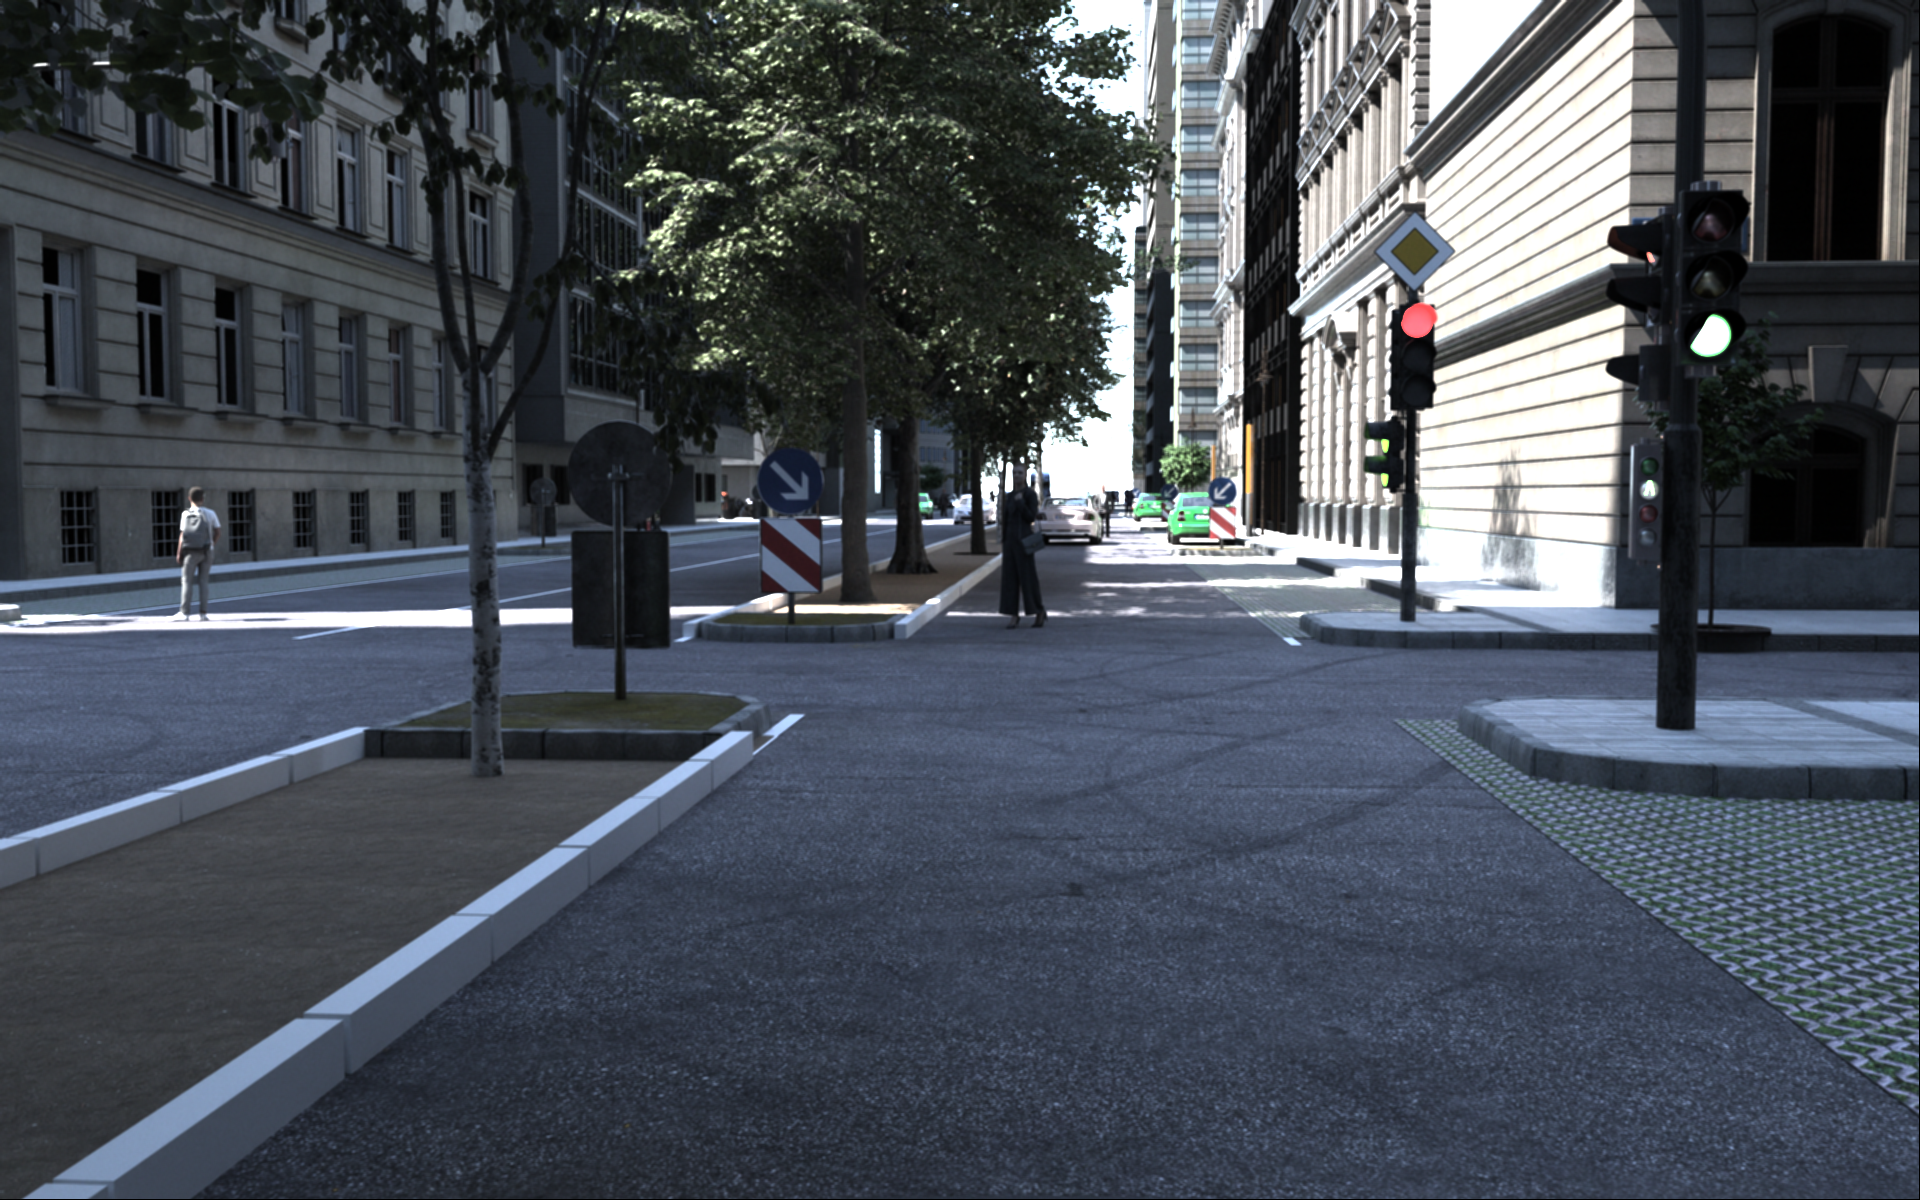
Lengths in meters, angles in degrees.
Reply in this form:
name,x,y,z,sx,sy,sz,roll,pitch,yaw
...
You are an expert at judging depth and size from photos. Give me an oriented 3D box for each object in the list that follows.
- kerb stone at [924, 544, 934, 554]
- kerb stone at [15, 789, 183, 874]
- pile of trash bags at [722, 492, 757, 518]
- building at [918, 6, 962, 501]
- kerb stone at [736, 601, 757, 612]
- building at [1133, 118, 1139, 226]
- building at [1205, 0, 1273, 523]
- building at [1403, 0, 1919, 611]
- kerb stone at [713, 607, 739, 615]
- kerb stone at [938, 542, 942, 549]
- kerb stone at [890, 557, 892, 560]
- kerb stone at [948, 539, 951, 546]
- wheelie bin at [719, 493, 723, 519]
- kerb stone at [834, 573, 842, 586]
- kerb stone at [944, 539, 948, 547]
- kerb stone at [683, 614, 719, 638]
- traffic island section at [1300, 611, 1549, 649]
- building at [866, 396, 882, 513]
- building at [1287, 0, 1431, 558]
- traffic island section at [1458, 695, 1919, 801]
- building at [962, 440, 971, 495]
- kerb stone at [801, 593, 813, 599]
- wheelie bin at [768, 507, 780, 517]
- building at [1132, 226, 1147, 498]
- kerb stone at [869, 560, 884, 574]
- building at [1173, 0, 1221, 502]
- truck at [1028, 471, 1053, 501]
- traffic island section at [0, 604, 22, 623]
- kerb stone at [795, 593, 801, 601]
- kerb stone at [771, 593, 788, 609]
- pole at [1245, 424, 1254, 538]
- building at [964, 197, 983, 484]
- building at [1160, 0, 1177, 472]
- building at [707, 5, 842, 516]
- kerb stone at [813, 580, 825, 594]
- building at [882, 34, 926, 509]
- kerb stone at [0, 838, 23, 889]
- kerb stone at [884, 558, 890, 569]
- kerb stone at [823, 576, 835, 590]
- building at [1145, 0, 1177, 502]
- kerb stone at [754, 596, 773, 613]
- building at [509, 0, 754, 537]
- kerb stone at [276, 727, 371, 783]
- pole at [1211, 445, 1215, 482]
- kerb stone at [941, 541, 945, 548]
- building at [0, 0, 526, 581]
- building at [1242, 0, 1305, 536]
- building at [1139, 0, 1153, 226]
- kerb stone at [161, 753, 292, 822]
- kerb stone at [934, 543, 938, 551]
name,x,y,z,sx,sy,sz,roll,pitch,yaw
kerb stone,-0.791,-1.224,42.269,0.120,0.150,1.000,0,4,4
kerb stone,-3.462,0.933,6.976,0.120,0.150,1.000,0,4,4
pile of trash bags,-11.908,-5.074,92.704,1.912,1.369,3.447,1,4,22
building,-11.284,-39.706,191.188,21.231,58.520,28.212,0,4,4
kerb stone,-2.500,0.150,19.749,0.120,0.150,1.000,0,4,4
building,37.694,-39.548,235.851,28.713,52.752,27.495,0,4,4
building,18.924,-17.886,79.819,14.401,28.519,23.554,0,4,4
building,24.570,-12.435,22.405,34.723,24.649,14.460,0,4,4
kerb stone,-2.581,0.212,18.726,0.120,0.150,1.000,0,4,4
kerb stone,-0.640,-1.353,44.314,0.120,0.150,1.000,0,4,4
kerb stone,-1.417,-0.720,34.073,0.120,0.150,1.000,0,4,4
kerb stone,-0.407,-1.538,47.395,0.120,0.150,1.000,0,4,4
wheelie bin,-12.594,-4.970,89.175,0.980,1.594,0.693,1,4,10
kerb stone,-1.958,-0.287,26.908,0.120,0.150,1.000,0,4,4
kerb stone,-0.489,-1.478,46.370,0.120,0.150,1.000,0,4,4
kerb stone,-2.657,0.277,17.702,0.120,0.150,1.000,0,4,4
traffic island section,4.545,0.293,17.490,2.009,0.180,2.903,0,4,4
building,-16.582,-49.558,122.940,22.319,86.520,31.000,0,4,4
building,14.263,-13.033,41.960,11.050,23.489,19.941,0,4,4
traffic island section,3.943,0.780,9.528,2.009,0.180,2.903,0,4,4
building,-6.171,-26.981,212.839,14.160,30.474,14.107,0,4,4
kerb stone,-2.196,-0.100,23.834,0.120,0.150,1.000,0,4,4
wheelie bin,-9.967,-5.102,91.324,0.693,1.594,0.980,2,4,34
building,25.720,-25.445,187.727,14.160,30.474,14.107,0,4,4
kerb stone,-1.573,-0.601,32.023,0.120,0.150,1.000,0,4,4
building,20.296,-25.886,106.837,14.154,41.232,14.086,0,4,4
truck,9.745,-13.234,206.135,2.967,4.110,18.799,0,4,4
traffic island section,-11.650,0.218,18.715,2.009,0.180,2.903,0,4,4
kerb stone,-2.271,-0.036,22.815,0.120,0.150,1.000,0,4,4
kerb stone,-2.342,0.024,21.795,0.120,0.150,1.000,0,4,4
pole,8.508,-3.488,50.865,0.158,3.312,0.155,0,3,0
building,-8.342,-35.453,234.285,22.147,44.769,28.867,0,4,4
building,27.308,-31.133,128.638,23.786,49.044,30.456,0,4,4
building,-14.411,-20.196,101.912,14.160,30.474,14.107,0,4,4
kerb stone,-2.112,-0.158,24.863,0.120,0.150,1.000,0,4,4
building,-17.619,-34.513,153.523,28.713,52.752,27.495,0,4,4
kerb stone,-3.540,0.993,5.957,0.120,0.150,1.000,0,4,4
kerb stone,-1.502,-0.661,33.048,0.120,0.150,1.000,0,4,4
kerb stone,-2.032,-0.226,25.888,0.120,0.150,1.000,0,4,4
building,27.846,-32.535,155.654,21.300,48.544,21.600,0,4,4
kerb stone,-2.425,0.087,20.768,0.120,0.150,1.000,0,4,4
building,-17.412,-14.954,63.561,14.314,24.678,30.058,0,4,4
kerb stone,-3.303,0.806,9.028,0.120,0.150,1.000,0,4,4
pole,10.601,-4.812,72.518,0.158,3.312,0.155,0,3,0
kerb stone,-0.562,-1.416,45.351,0.120,0.150,1.000,0,4,4
building,-20.497,-12.241,33.419,16.112,22.955,30.059,0,4,4
building,16.813,-14.100,60.214,12.332,23.373,15.834,0,4,4
building,31.950,-40.708,207.582,21.231,58.520,28.212,0,4,4
kerb stone,-3.388,0.868,7.996,0.120,0.150,1.000,0,4,4
kerb stone,-0.715,-1.290,43.288,0.120,0.150,1.000,0,4,4
